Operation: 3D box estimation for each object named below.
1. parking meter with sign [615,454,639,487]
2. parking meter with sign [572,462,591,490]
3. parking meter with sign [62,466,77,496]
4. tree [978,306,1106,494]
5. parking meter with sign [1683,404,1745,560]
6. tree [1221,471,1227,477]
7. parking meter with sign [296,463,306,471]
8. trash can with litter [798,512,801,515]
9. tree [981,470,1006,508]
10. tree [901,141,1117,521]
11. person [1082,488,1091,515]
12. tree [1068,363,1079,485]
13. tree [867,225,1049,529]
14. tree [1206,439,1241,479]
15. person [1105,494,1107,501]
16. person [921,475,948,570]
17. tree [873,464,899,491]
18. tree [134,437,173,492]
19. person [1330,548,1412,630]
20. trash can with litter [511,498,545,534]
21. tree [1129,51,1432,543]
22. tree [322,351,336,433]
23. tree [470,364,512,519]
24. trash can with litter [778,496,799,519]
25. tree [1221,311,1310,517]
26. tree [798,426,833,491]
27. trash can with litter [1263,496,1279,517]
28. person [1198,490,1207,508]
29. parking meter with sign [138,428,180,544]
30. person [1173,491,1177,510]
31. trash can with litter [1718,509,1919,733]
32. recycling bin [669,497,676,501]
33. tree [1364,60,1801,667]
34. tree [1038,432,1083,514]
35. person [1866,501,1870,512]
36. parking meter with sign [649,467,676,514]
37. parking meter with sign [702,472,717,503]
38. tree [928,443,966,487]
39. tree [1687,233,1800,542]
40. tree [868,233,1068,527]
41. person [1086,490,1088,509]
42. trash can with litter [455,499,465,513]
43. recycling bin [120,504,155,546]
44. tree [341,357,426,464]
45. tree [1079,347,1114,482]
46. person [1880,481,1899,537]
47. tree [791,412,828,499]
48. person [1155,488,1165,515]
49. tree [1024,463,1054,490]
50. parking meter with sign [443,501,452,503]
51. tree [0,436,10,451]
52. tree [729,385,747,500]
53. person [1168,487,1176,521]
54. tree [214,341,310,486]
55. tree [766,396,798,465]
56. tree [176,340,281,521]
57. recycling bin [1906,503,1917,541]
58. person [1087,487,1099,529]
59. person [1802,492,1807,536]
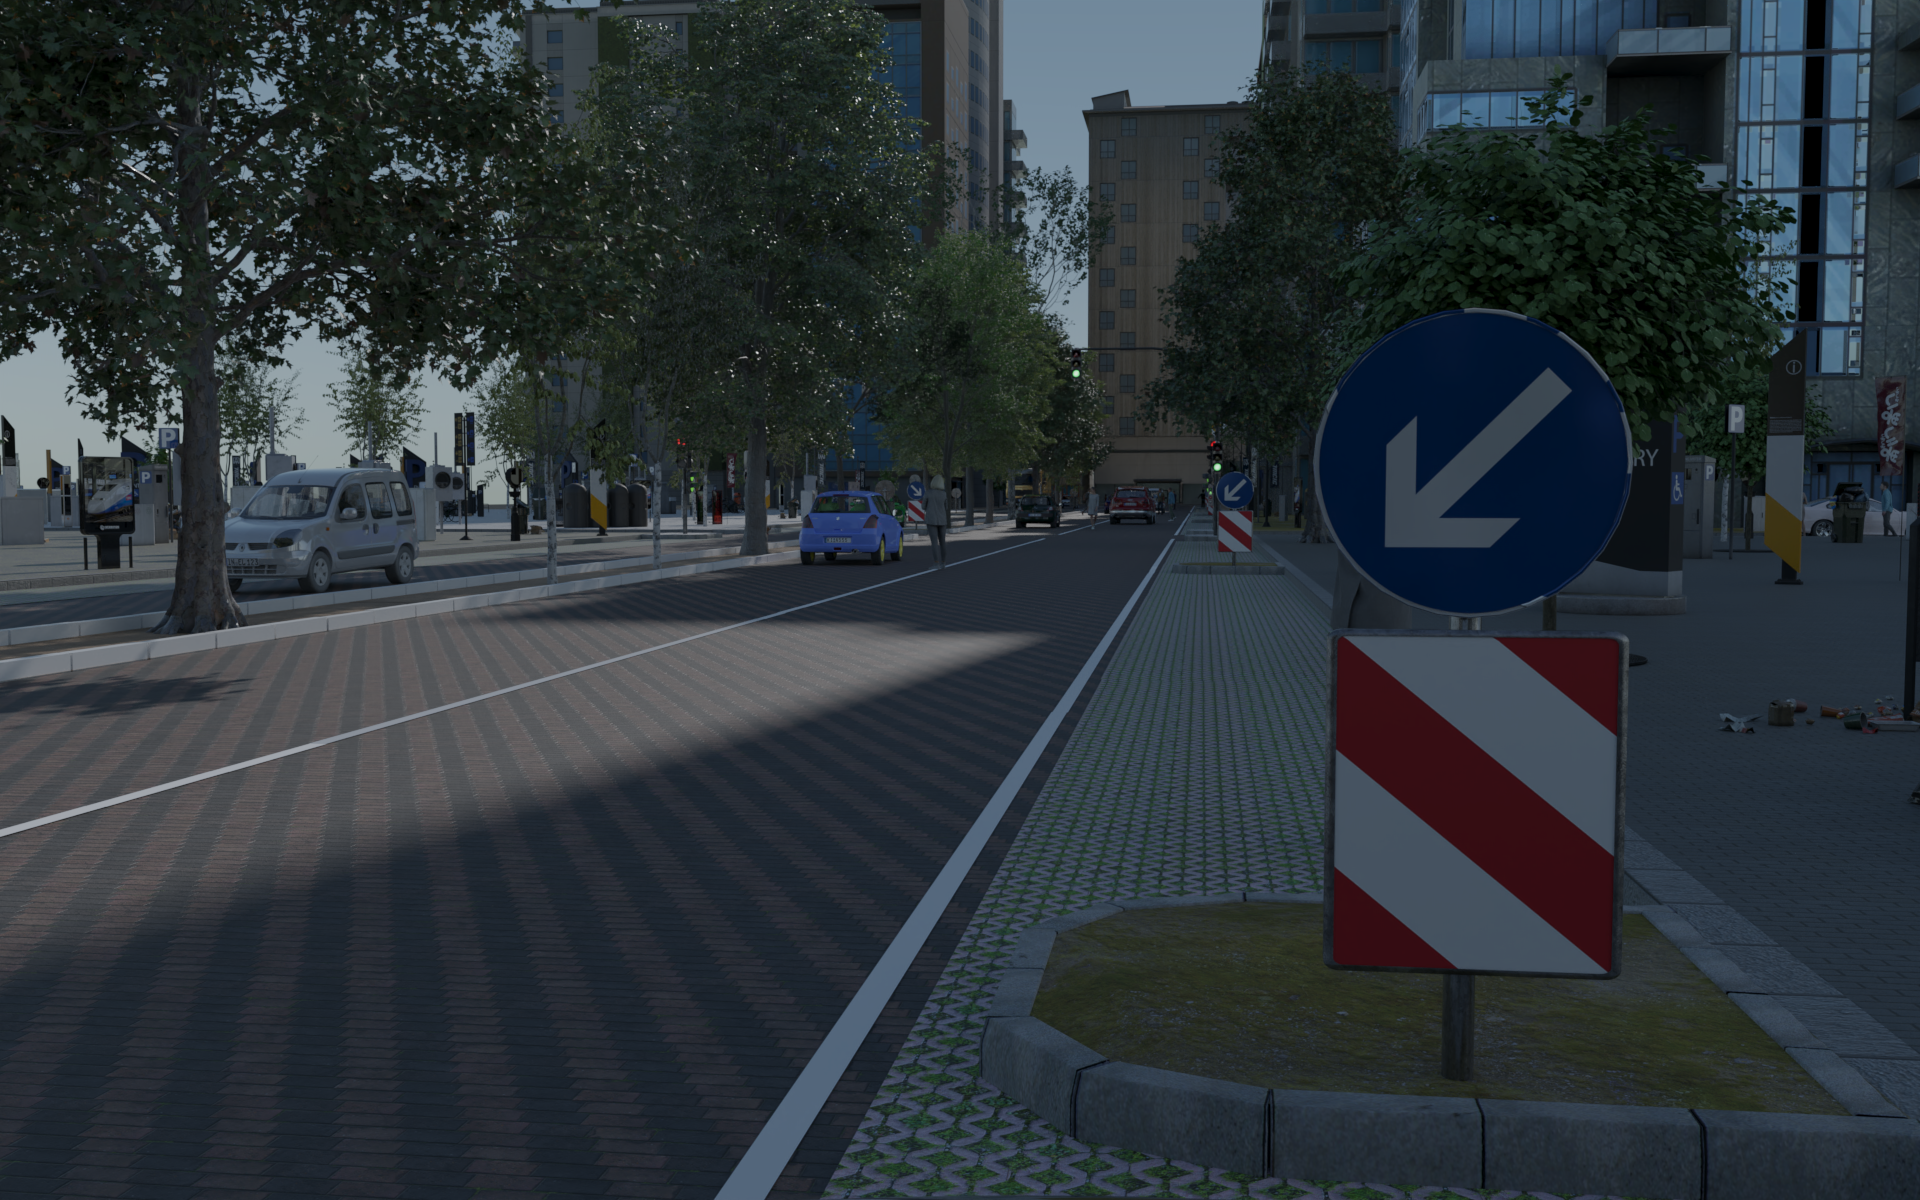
[{"bbox_3d":[-14.615,-4.787,74.526,0.543,3.016,1.738,2,4,33],"label":"parking meter with sign"},{"bbox_3d":[-20.577,-6.108,96.125,1.738,3.016,0.543,-2,4,-31],"label":"parking meter with sign"},{"bbox_3d":[-55.014,-6.831,107.944,0.543,3.016,1.738,1,4,15],"label":"parking meter with sign"},{"bbox_3d":[4.573,-11.312,104.417,9.611,12.733,9.660,0,3,0],"label":"tree"},{"bbox_3d":[14.639,-2.341,34.544,0.543,3.016,1.738,-2,4,-35],"label":"parking meter with sign"},{"bbox_3d":[6.478,-2.471,24.109,4.285,4.588,4.351,0,3,0],"label":"tree"},{"bbox_3d":[-37.485,-6.185,97.386,1.738,3.016,0.543,3,4,37],"label":"parking meter with sign"},{"bbox_3d":[-8.856,-5.670,103.763,2.233,1.210,1.678,1,4,15],"label":"trash can with litter"},{"bbox_3d":[3.613,-10.735,159.232,4.285,4.588,4.351,0,3,0],"label":"tree"},{"bbox_3d":[1.673,-14.370,93.295,12.611,20.169,13.585,0,3,0],"label":"tree"},{"bbox_3d":[8.727,-6.690,117.848,0.822,1.834,0.622,1,4,22],"label":"person"},{"bbox_3d":[1.351,-9.893,82.336,7.486,12.596,7.792,0,3,0],"label":"tree"},{"bbox_3d":[-0.428,-8.433,66.092,9.928,11.665,9.643,0,3,0],"label":"tree"},{"bbox_3d":[30.777,-15.367,201.615,4.360,8.622,3.978,0,3,0],"label":"tree"},{"bbox_3d":[15.069,-10.215,178.767,0.557,1.426,1.065,1,4,18],"label":"person"},{"bbox_3d":[-0.499,-1.491,33.058,0.537,1.800,0.526,-1,4,-17],"label":"person"},{"bbox_3d":[-4.698,-6.942,108.106,1.663,3.219,1.824,0,3,0],"label":"tree"},{"bbox_3d":[-24.035,-3.528,52.279,1.663,3.219,1.824,0,3,0],"label":"tree"},{"bbox_3d":[1.663,0.095,6.745,0.447,1.846,0.655,0,4,1],"label":"person"},{"bbox_3d":[-13.771,-2.682,55.236,1.055,1.170,0.624,0,4,6],"label":"trash can with litter"},{"bbox_3d":[9.241,-7.844,45.256,9.611,12.733,9.660,0,3,0],"label":"tree"},{"bbox_3d":[-23.416,-7.257,69.016,4.737,8.622,4.395,0,3,0],"label":"tree"},{"bbox_3d":[-23.592,-8.549,90.136,4.360,8.622,3.978,0,3,0],"label":"tree"},{"bbox_3d":[-8.990,-4.847,90.635,1.055,1.170,0.624,-1,4,-16],"label":"trash can with litter"},{"bbox_3d":[16.281,-10.411,95.973,9.928,11.665,9.643,0,3,0],"label":"tree"},{"bbox_3d":[-12.061,-11.414,136.983,4.737,8.622,4.395,0,3,0],"label":"tree"},{"bbox_3d":[17.763,-5.337,98.648,1.055,1.170,0.624,1,4,13],"label":"trash can with litter"},{"bbox_3d":[23.291,-9.641,165.757,1.348,1.869,0.705,3,4,38],"label":"person"},{"bbox_3d":[-20.876,-2.967,44.769,0.543,3.016,1.738,0,4,7],"label":"parking meter with sign"},{"bbox_3d":[19.838,-9.222,160.206,0.541,1.710,0.530,-2,4,-35],"label":"person"},{"bbox_3d":[5.174,0.078,9.776,2.233,1.210,1.678,-1,4,-12],"label":"trash can with litter"},{"bbox_3d":[-23.622,-7.865,141.151,0.722,1.027,0.722,2,4,31],"label":"recycling bin"},{"bbox_3d":[4.558,-1.815,13.388,4.285,4.588,4.351,0,3,0],"label":"tree"},{"bbox_3d":[7.253,-10.491,124.350,4.737,8.622,4.395,0,3,0],"label":"tree"},{"bbox_3d":[27.370,-2.693,52.871,0.623,1.781,0.721,-2,4,-33],"label":"person"},{"bbox_3d":[-18.893,-6.973,110.262,0.543,3.016,1.738,3,5,44],"label":"parking meter with sign"},{"bbox_3d":[-19.645,-8.609,137.017,1.738,3.016,0.543,2,4,27],"label":"parking meter with sign"},{"bbox_3d":[-0.879,-11.313,135.328,4.360,8.622,3.978,0,3,0],"label":"tree"},{"bbox_3d":[20.602,-5.895,46.746,4.737,8.622,4.395,0,3,0],"label":"tree"},{"bbox_3d":[0.365,-9.434,74.829,7.486,12.596,7.792,0,3,0],"label":"tree"},{"bbox_3d":[12.245,-9.652,166.389,0.705,1.814,1.350,0,4,0],"label":"person"},{"bbox_3d":[-30.690,-5.862,107.227,0.624,1.170,1.055,2,4,34],"label":"trash can with litter"},{"bbox_3d":[-20.619,-1.873,43.175,0.722,1.027,0.722,1,4,21],"label":"recycling bin"},{"bbox_3d":[-29.928,-8.499,89.314,4.360,8.622,3.978,0,3,0],"label":"tree"},{"bbox_3d":[6.574,-12.078,118.065,7.486,12.596,7.792,0,3,0],"label":"tree"},{"bbox_3d":[28.389,-2.717,52.936,0.620,1.820,0.660,2,4,25],"label":"person"},{"bbox_3d":[-9.770,-9.050,98.332,4.360,8.622,3.978,0,3,0],"label":"tree"},{"bbox_3d":[13.813,-6.802,119.625,0.656,1.842,0.836,0,4,-6],"label":"person"},{"bbox_3d":[9.251,-15.237,199.493,4.360,8.622,3.978,0,3,0],"label":"tree"},{"bbox_3d":[-35.553,-7.453,118.122,1.738,3.016,0.543,-1,4,-22],"label":"parking meter with sign"},{"bbox_3d":[-15.995,-1.973,26.861,1.663,3.219,1.824,0,3,0],"label":"tree"},{"bbox_3d":[-13.020,-8.141,83.473,4.737,8.622,4.395,0,3,0],"label":"tree"},{"bbox_3d":[11.199,-5.057,91.526,0.444,1.785,0.601,2,4,32],"label":"person"},{"bbox_3d":[-31.910,-7.829,78.360,4.360,8.622,3.978,0,3,0],"label":"tree"},{"bbox_3d":[-12.799,-9.611,107.506,4.737,8.622,4.395,0,3,0],"label":"tree"},{"bbox_3d":[-30.072,-7.373,70.913,4.737,8.622,4.395,0,3,0],"label":"tree"},{"bbox_3d":[26.582,-2.146,47.641,0.722,1.027,0.722,-1,4,-16],"label":"recycling bin"},{"bbox_3d":[5.417,-3.752,70.592,0.466,1.731,0.760,0,4,-4],"label":"person"},{"bbox_3d":[25.962,-2.738,53.613,0.599,1.781,0.374,-1,4,-12],"label":"person"}]
